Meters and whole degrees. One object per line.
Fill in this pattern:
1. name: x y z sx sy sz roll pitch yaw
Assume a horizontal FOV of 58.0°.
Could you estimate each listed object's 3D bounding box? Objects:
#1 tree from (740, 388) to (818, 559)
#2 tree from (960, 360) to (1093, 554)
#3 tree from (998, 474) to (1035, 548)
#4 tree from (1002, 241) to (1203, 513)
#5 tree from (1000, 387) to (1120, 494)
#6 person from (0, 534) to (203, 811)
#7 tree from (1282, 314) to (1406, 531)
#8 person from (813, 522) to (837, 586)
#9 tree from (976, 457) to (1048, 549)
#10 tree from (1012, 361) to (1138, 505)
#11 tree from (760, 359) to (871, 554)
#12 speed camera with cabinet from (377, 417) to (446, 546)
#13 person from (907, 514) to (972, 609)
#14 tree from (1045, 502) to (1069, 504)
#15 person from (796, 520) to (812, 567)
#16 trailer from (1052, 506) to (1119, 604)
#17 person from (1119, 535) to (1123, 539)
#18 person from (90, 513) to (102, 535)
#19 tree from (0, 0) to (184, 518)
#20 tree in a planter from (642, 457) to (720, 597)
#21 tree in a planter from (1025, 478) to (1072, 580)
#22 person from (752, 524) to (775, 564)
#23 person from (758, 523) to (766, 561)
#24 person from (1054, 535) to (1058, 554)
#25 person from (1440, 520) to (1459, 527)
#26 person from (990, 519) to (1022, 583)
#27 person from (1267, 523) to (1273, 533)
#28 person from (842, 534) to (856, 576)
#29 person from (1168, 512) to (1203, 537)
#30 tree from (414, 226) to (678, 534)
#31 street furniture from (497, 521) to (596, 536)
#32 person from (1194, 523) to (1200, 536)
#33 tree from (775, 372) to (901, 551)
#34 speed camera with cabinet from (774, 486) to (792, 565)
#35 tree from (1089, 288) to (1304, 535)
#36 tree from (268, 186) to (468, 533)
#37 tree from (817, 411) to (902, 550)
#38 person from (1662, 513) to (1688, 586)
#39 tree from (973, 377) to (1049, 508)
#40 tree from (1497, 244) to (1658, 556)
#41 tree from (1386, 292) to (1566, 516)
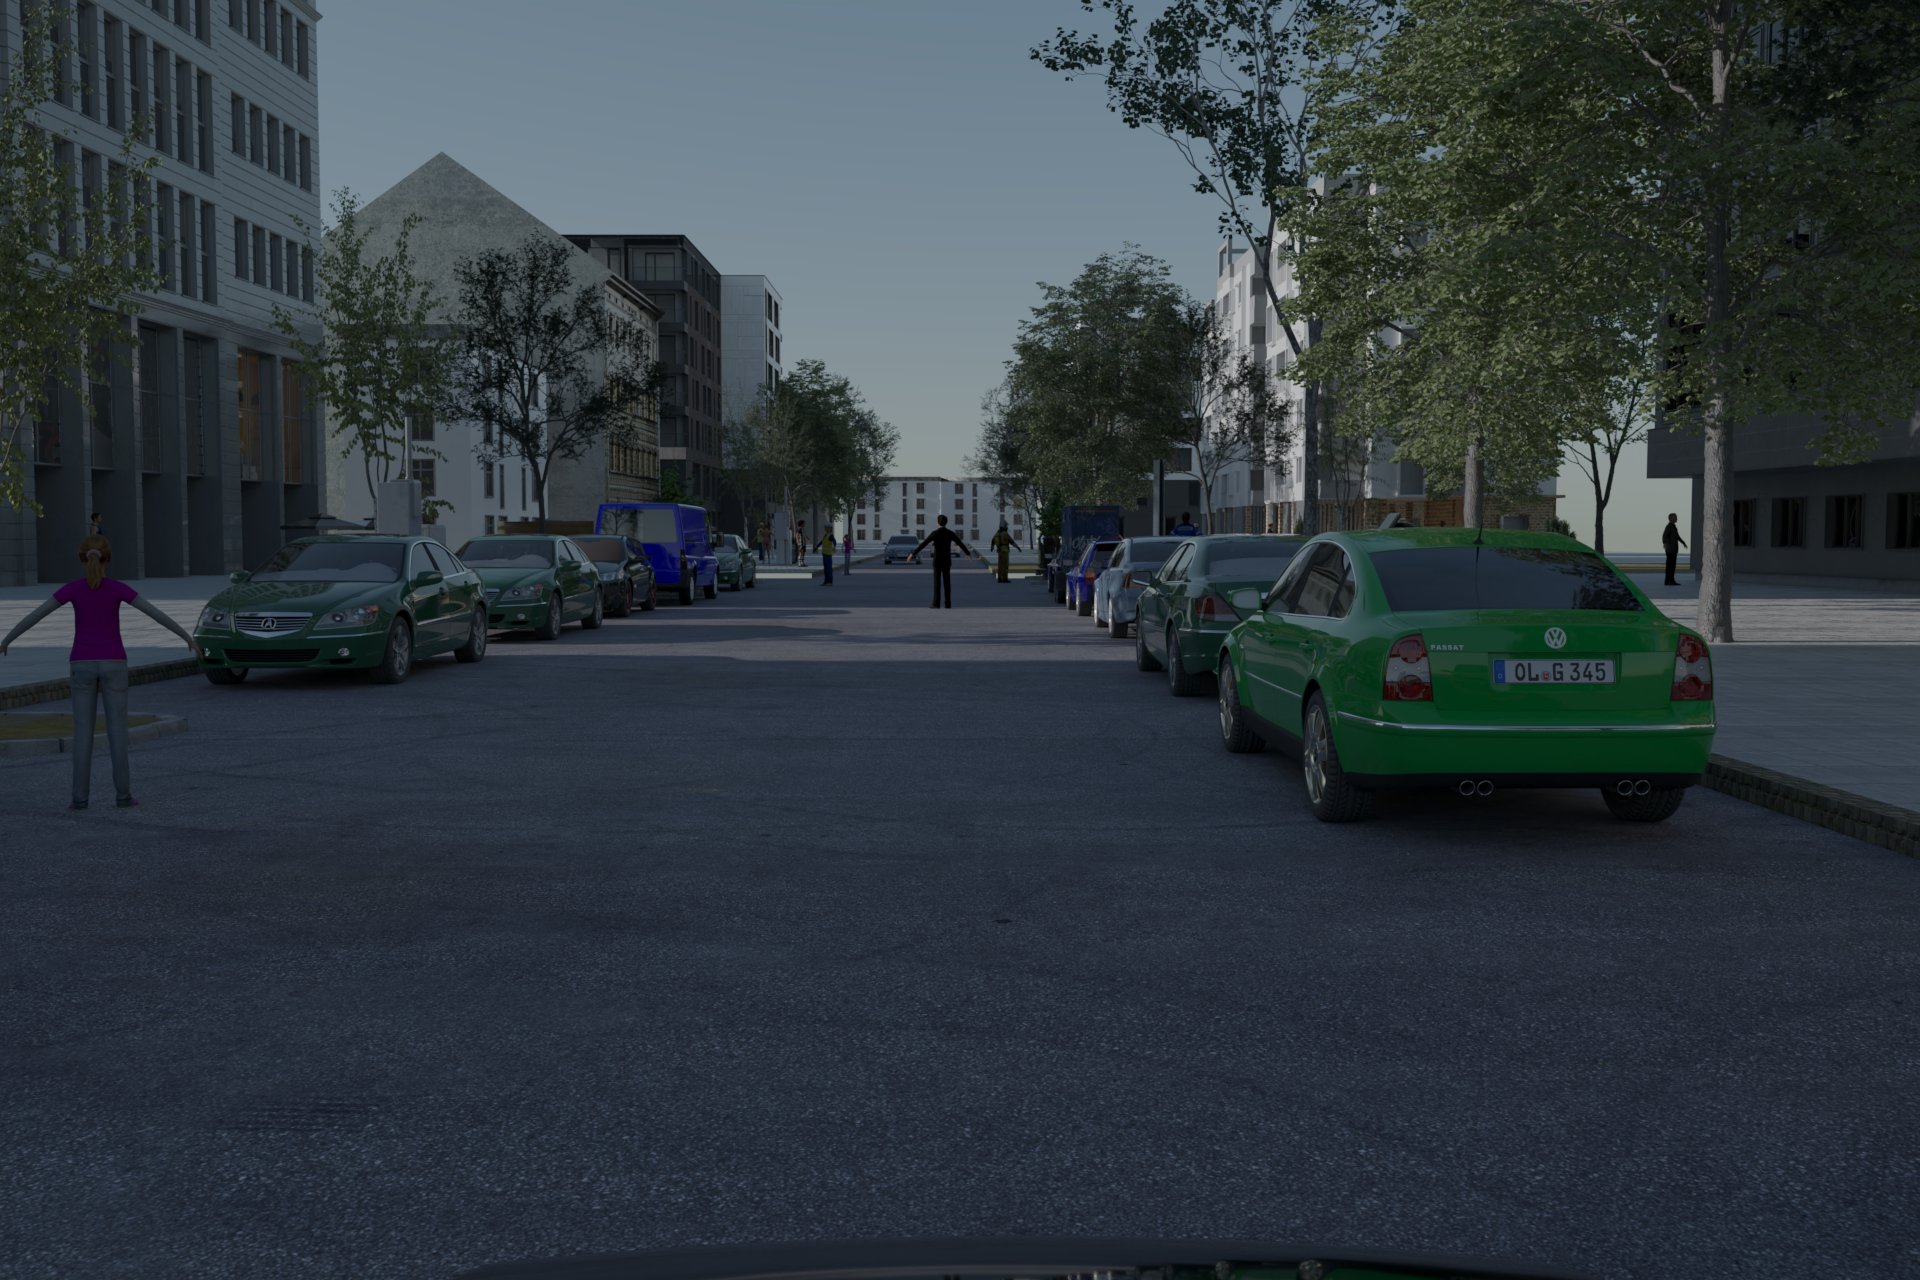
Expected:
1. tree: -9.578 -8.362 87.084 4.360 8.622 3.978 0 3 0
2. tree: 5.535 -12.439 113.745 12.009 13.543 11.850 0 3 0
3. tree: 6.072 -12.846 160.399 4.360 8.622 3.978 0 3 0
4. tree: 6.150 -10.416 76.954 9.857 13.997 8.962 0 3 0
5. tree: 5.953 -10.189 100.998 8.767 10.594 7.601 2 4 27
6. person: -4.496 0.163 9.050 0.991 1.433 0.599 -1 4 -23
7. tree: 12.710 -6.538 57.256 4.360 8.622 3.978 0 3 0
8. person: -3.720 -2.376 47.765 0.721 1.772 1.216 -2 4 -32
9. tree: 5.819 -12.829 144.168 8.767 10.594 7.601 -3 4 -36
10. tree: 6.368 -9.537 90.343 7.601 10.594 8.767 -1 4 -15
11. tree: -9.797 -11.906 112.792 7.486 12.596 7.792 0 3 0
12. speed camera with cabinet: -9.519 -2.187 30.090 0.660 3.252 2.038 0 4 0
13. person: -0.358 -1.509 33.310 1.347 1.806 0.705 -2 4 -24
14. tree: 15.823 -20.388 251.471 7.486 12.596 7.792 0 3 0
15. person: -6.100 -3.737 67.246 0.704 1.843 1.345 1 4 17
16. trailer: 2.684 -1.816 36.735 1.471 1.999 3.904 0 4 -1
17. person: 8.382 -5.427 94.592 1.347 1.847 0.705 -2 4 -33
18. person: -21.491 -2.264 43.187 0.704 1.807 1.345 -1 4 -21
19. tree: -12.736 -4.443 22.998 4.737 8.622 4.395 0 3 0
20. tree in a planter: -6.660 -2.635 40.301 1.991 3.239 1.994 0 4 0
21. tree in a planter: 3.052 -3.532 54.966 1.991 3.239 1.994 0 4 1
22. person: -8.432 -4.175 75.063 1.217 1.733 0.721 -2 4 -26
23. person: -9.546 -4.742 83.508 0.705 1.833 1.349 -1 4 -18
24. person: 3.886 -3.937 70.503 1.348 1.813 0.705 1 4 14
25. person: 15.752 -3.001 55.918 0.742 1.727 0.445 2 4 30
26. person: 1.294 -2.605 50.819 0.705 1.858 1.354 -3 4 -38
27. person: 15.726 -4.993 87.576 0.705 1.837 1.347 0 4 -1
28. person: -3.849 -2.949 59.936 0.599 1.433 0.991 2 4 24
29. person: 5.595 -2.253 42.811 1.345 1.831 0.704 1 4 21
30. tree: -12.412 -7.189 51.948 8.767 10.594 7.601 0 4 5
31. street furniture: -14.689 -3.343 61.518 9.812 1.723 11.010 3 4 37
32. person: 12.713 -5.348 93.218 0.705 1.856 1.354 -3 4 -38
33. tree: -9.596 -13.422 129.819 12.009 13.543 11.850 0 3 0
34. speed camera with cabinet: -7.365 -4.750 72.003 0.660 3.252 2.038 0 4 -1
35. tree: 9.395 -8.015 65.458 8.767 10.594 7.601 -2 4 -32
36. tree: -12.448 -5.291 36.873 4.737 8.622 4.395 0 3 0
37. tree: -8.943 -13.253 142.446 9.928 11.665 9.643 0 3 0
38. person: 17.781 -2.264 43.199 0.705 1.807 1.348 3 5 44
39. tree: 6.175 -13.394 129.358 12.009 13.543 11.850 0 3 0
40. tree: 22.152 -8.174 59.406 9.928 11.665 9.643 0 3 0
41. tree: 21.622 -9.516 73.714 7.486 12.596 7.792 0 3 0
